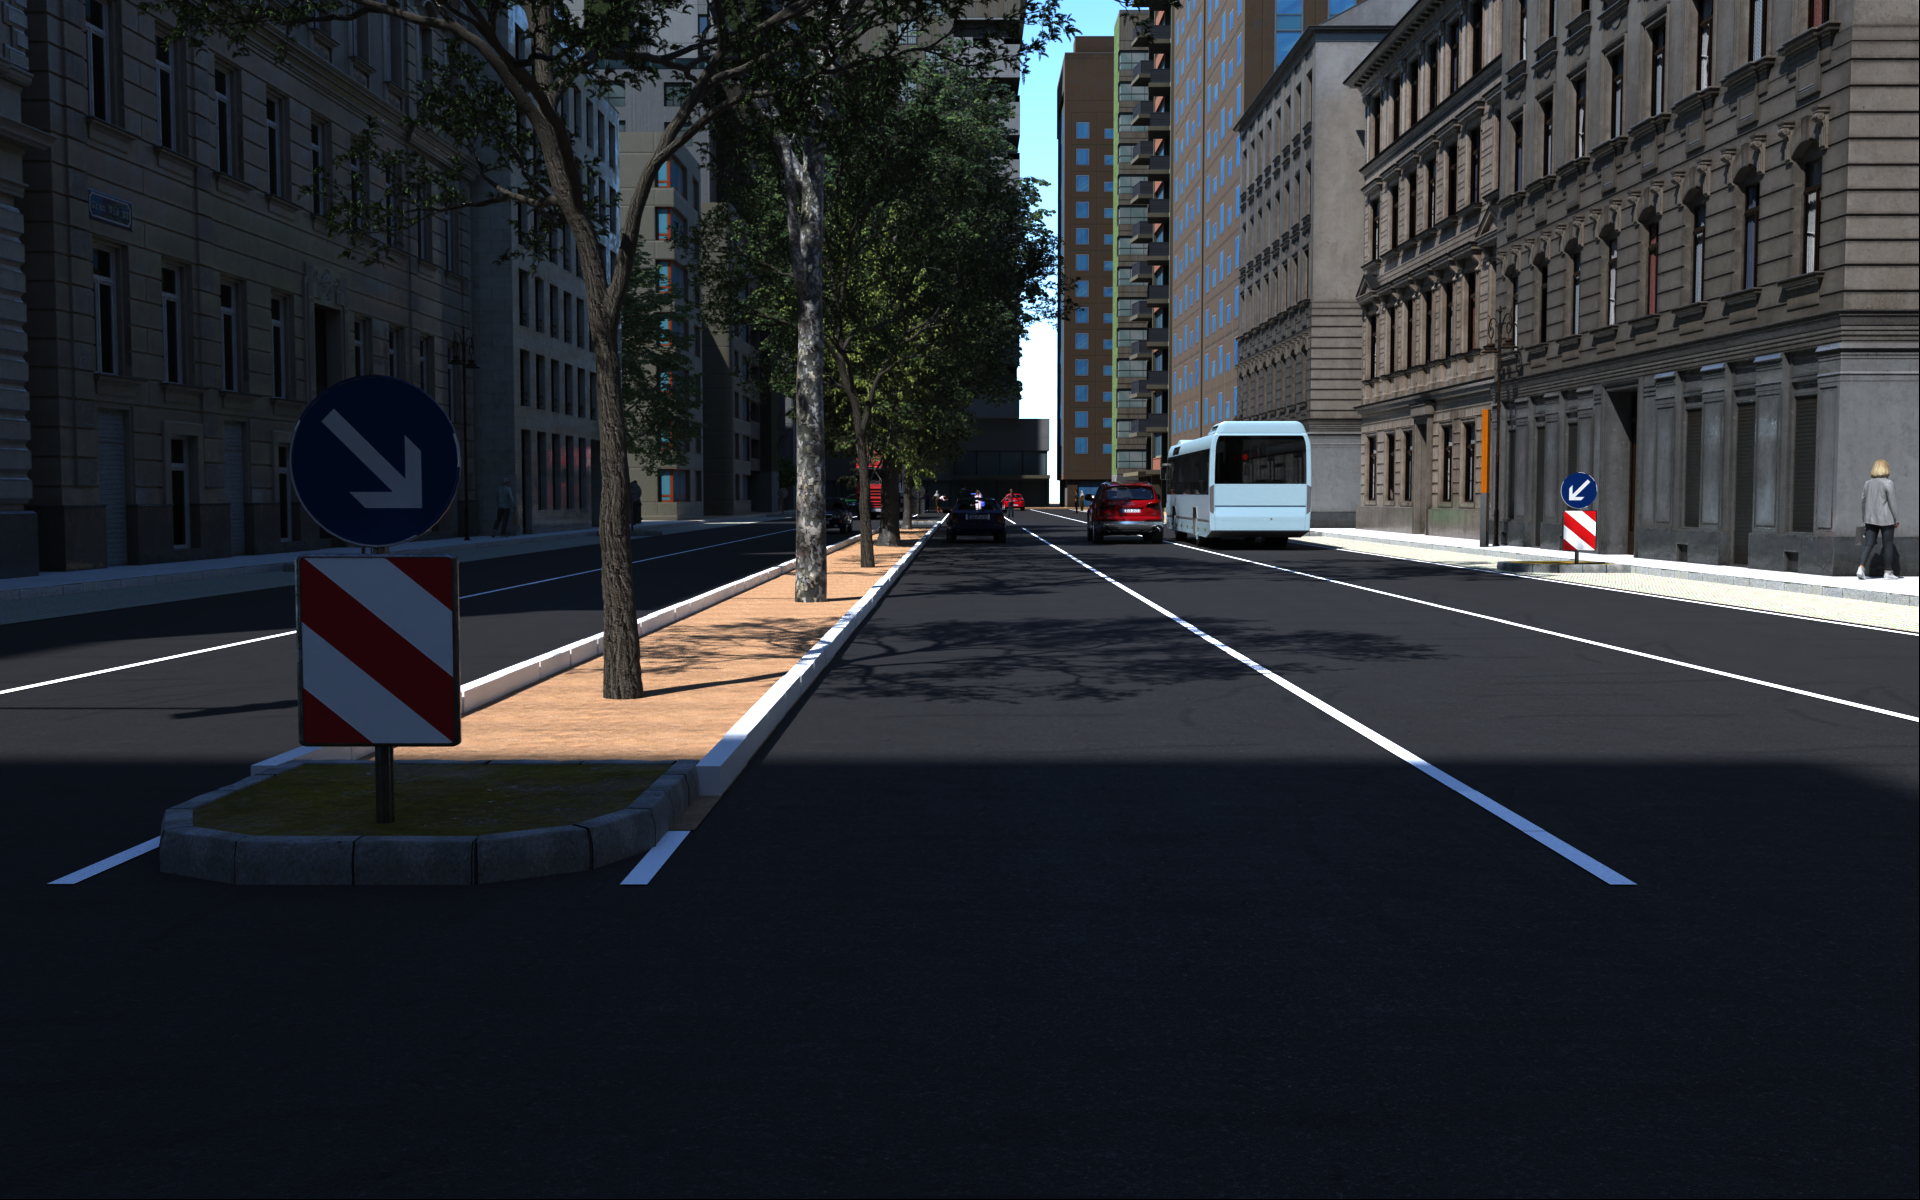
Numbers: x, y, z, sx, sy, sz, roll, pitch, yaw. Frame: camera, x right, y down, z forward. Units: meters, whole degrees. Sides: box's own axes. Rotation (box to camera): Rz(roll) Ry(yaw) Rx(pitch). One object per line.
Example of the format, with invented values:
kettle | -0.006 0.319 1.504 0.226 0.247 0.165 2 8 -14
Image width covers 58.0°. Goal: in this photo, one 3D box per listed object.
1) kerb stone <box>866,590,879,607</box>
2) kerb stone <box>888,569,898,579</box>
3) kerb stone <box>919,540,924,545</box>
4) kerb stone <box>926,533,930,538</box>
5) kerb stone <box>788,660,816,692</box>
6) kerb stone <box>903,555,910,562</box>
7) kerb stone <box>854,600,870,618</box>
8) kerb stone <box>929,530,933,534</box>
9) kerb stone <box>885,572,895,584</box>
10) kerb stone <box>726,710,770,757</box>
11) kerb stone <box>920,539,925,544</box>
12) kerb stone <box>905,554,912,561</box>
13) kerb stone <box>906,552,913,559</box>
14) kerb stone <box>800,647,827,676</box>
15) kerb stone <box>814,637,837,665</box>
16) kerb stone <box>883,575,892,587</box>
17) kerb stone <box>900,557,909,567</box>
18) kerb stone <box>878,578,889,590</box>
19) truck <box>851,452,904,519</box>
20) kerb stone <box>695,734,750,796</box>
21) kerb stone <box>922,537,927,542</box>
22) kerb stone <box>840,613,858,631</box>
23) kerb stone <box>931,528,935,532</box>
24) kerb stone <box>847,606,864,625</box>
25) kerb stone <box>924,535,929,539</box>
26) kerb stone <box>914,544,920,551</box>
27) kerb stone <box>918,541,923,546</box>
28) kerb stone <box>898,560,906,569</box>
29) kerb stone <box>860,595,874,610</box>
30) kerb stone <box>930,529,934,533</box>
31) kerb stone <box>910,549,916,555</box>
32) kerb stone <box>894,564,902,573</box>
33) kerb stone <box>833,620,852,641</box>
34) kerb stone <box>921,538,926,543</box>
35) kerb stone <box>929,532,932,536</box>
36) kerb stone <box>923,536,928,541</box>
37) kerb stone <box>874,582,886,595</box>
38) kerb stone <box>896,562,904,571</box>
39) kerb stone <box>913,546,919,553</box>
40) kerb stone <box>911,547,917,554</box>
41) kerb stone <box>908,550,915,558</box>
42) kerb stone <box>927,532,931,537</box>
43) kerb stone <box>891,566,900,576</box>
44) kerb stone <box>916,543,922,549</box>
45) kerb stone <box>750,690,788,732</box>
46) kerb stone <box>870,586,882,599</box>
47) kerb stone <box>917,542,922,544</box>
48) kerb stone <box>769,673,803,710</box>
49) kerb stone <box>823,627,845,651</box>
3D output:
kerb stone | -1.147 0.011 22.020 0.120 0.150 1.000 0 4 0
kerb stone | -1.130 -0.363 28.166 0.120 0.150 1.000 0 4 0
kerb stone | -1.079 -1.433 45.617 0.120 0.150 1.000 0 4 0
kerb stone | -1.054 -1.872 52.799 0.120 0.150 1.000 0 4 0
kerb stone | -1.182 0.581 12.775 0.120 0.150 1.000 0 4 0
kerb stone | -1.115 -0.740 34.327 0.120 0.150 1.000 0 4 0
kerb stone | -1.159 0.137 19.963 0.120 0.150 1.000 0 4 0
kerb stone | -1.038 -2.123 56.903 0.120 0.150 1.000 0 4 0
kerb stone | -1.134 -0.298 27.144 0.120 0.150 1.000 0 4 0
kerb stone | -1.192 0.765 9.692 0.120 0.150 1.000 0 4 0
kerb stone | -1.081 -1.496 46.647 0.120 0.150 1.000 0 4 0
kerb stone | -1.111 -0.805 35.359 0.120 0.150 1.000 0 4 0
kerb stone | -1.110 -0.868 36.386 0.120 0.150 1.000 0 4 0
kerb stone | -1.178 0.513 13.804 0.120 0.150 1.000 0 4 0
kerb stone | -1.170 0.451 14.827 0.120 0.150 1.000 0 4 0
kerb stone | -1.150 -0.239 26.110 0.120 0.150 1.000 0 4 0
kerb stone | -1.113 -0.679 33.301 0.120 0.150 1.000 0 4 0
kerb stone | -1.148 -0.177 25.088 0.120 0.150 1.000 0 4 0
truck | -4.584 -6.873 101.291 2.839 4.237 11.283 0 4 1
kerb stone | -1.188 0.828 8.665 0.120 0.150 1.000 0 4 0
kerb stone | -1.069 -1.621 48.692 0.120 0.150 1.000 0 4 0
kerb stone | -1.175 0.268 17.919 0.120 0.150 1.000 0 4 0
kerb stone | -1.029 -2.310 59.971 0.120 0.150 1.000 0 4 0
kerb stone | -1.166 0.199 18.940 0.120 0.150 1.000 0 4 0
kerb stone | -1.063 -1.746 50.750 0.120 0.150 1.000 0 4 0
kerb stone | -1.093 -1.181 41.507 0.120 0.150 1.000 0 4 0
kerb stone | -1.086 -1.369 44.595 0.120 0.150 1.000 0 4 0
kerb stone | -1.124 -0.612 32.279 0.120 0.150 1.000 0 4 0
kerb stone | -1.154 0.074 20.985 0.120 0.150 1.000 0 4 0
kerb stone | -1.042 -2.248 58.949 0.120 0.150 1.000 0 4 0
kerb stone | -1.098 -0.991 38.436 0.120 0.150 1.000 0 4 0
kerb stone | -1.127 -0.490 30.227 0.120 0.150 1.000 0 4 0
kerb stone | -1.171 0.328 16.896 0.120 0.150 1.000 0 4 0
kerb stone | -1.079 -1.558 47.669 0.120 0.150 1.000 0 4 0
kerb stone | -1.048 -1.996 54.853 0.120 0.150 1.000 0 4 0
kerb stone | -1.075 -1.683 49.718 0.120 0.150 1.000 0 4 0
kerb stone | -1.151 -0.114 24.065 0.120 0.150 1.000 0 4 0
kerb stone | -1.129 -0.554 31.256 0.120 0.150 1.000 0 4 0
kerb stone | -1.102 -1.119 40.485 0.120 0.150 1.000 0 4 0
kerb stone | -1.104 -1.053 39.462 0.120 0.150 1.000 0 4 0
kerb stone | -1.105 -0.929 37.408 0.120 0.150 1.000 0 4 0
kerb stone | -1.060 -1.935 53.830 0.120 0.150 1.000 0 4 0
kerb stone | -1.136 -0.428 29.197 0.120 0.150 1.000 0 4 0
kerb stone | -1.080 -1.244 42.536 0.120 0.150 1.000 0 4 0
kerb stone | -1.191 0.702 10.714 0.120 0.150 1.000 0 4 0
kerb stone | -1.154 -0.052 23.043 0.120 0.150 1.000 0 4 0
kerb stone | -1.088 -1.304 43.566 0.120 0.150 1.000 0 4 0
kerb stone | -1.189 0.639 11.742 0.120 0.150 1.000 0 4 0
kerb stone | -1.173 0.387 15.864 0.120 0.150 1.000 0 4 0
